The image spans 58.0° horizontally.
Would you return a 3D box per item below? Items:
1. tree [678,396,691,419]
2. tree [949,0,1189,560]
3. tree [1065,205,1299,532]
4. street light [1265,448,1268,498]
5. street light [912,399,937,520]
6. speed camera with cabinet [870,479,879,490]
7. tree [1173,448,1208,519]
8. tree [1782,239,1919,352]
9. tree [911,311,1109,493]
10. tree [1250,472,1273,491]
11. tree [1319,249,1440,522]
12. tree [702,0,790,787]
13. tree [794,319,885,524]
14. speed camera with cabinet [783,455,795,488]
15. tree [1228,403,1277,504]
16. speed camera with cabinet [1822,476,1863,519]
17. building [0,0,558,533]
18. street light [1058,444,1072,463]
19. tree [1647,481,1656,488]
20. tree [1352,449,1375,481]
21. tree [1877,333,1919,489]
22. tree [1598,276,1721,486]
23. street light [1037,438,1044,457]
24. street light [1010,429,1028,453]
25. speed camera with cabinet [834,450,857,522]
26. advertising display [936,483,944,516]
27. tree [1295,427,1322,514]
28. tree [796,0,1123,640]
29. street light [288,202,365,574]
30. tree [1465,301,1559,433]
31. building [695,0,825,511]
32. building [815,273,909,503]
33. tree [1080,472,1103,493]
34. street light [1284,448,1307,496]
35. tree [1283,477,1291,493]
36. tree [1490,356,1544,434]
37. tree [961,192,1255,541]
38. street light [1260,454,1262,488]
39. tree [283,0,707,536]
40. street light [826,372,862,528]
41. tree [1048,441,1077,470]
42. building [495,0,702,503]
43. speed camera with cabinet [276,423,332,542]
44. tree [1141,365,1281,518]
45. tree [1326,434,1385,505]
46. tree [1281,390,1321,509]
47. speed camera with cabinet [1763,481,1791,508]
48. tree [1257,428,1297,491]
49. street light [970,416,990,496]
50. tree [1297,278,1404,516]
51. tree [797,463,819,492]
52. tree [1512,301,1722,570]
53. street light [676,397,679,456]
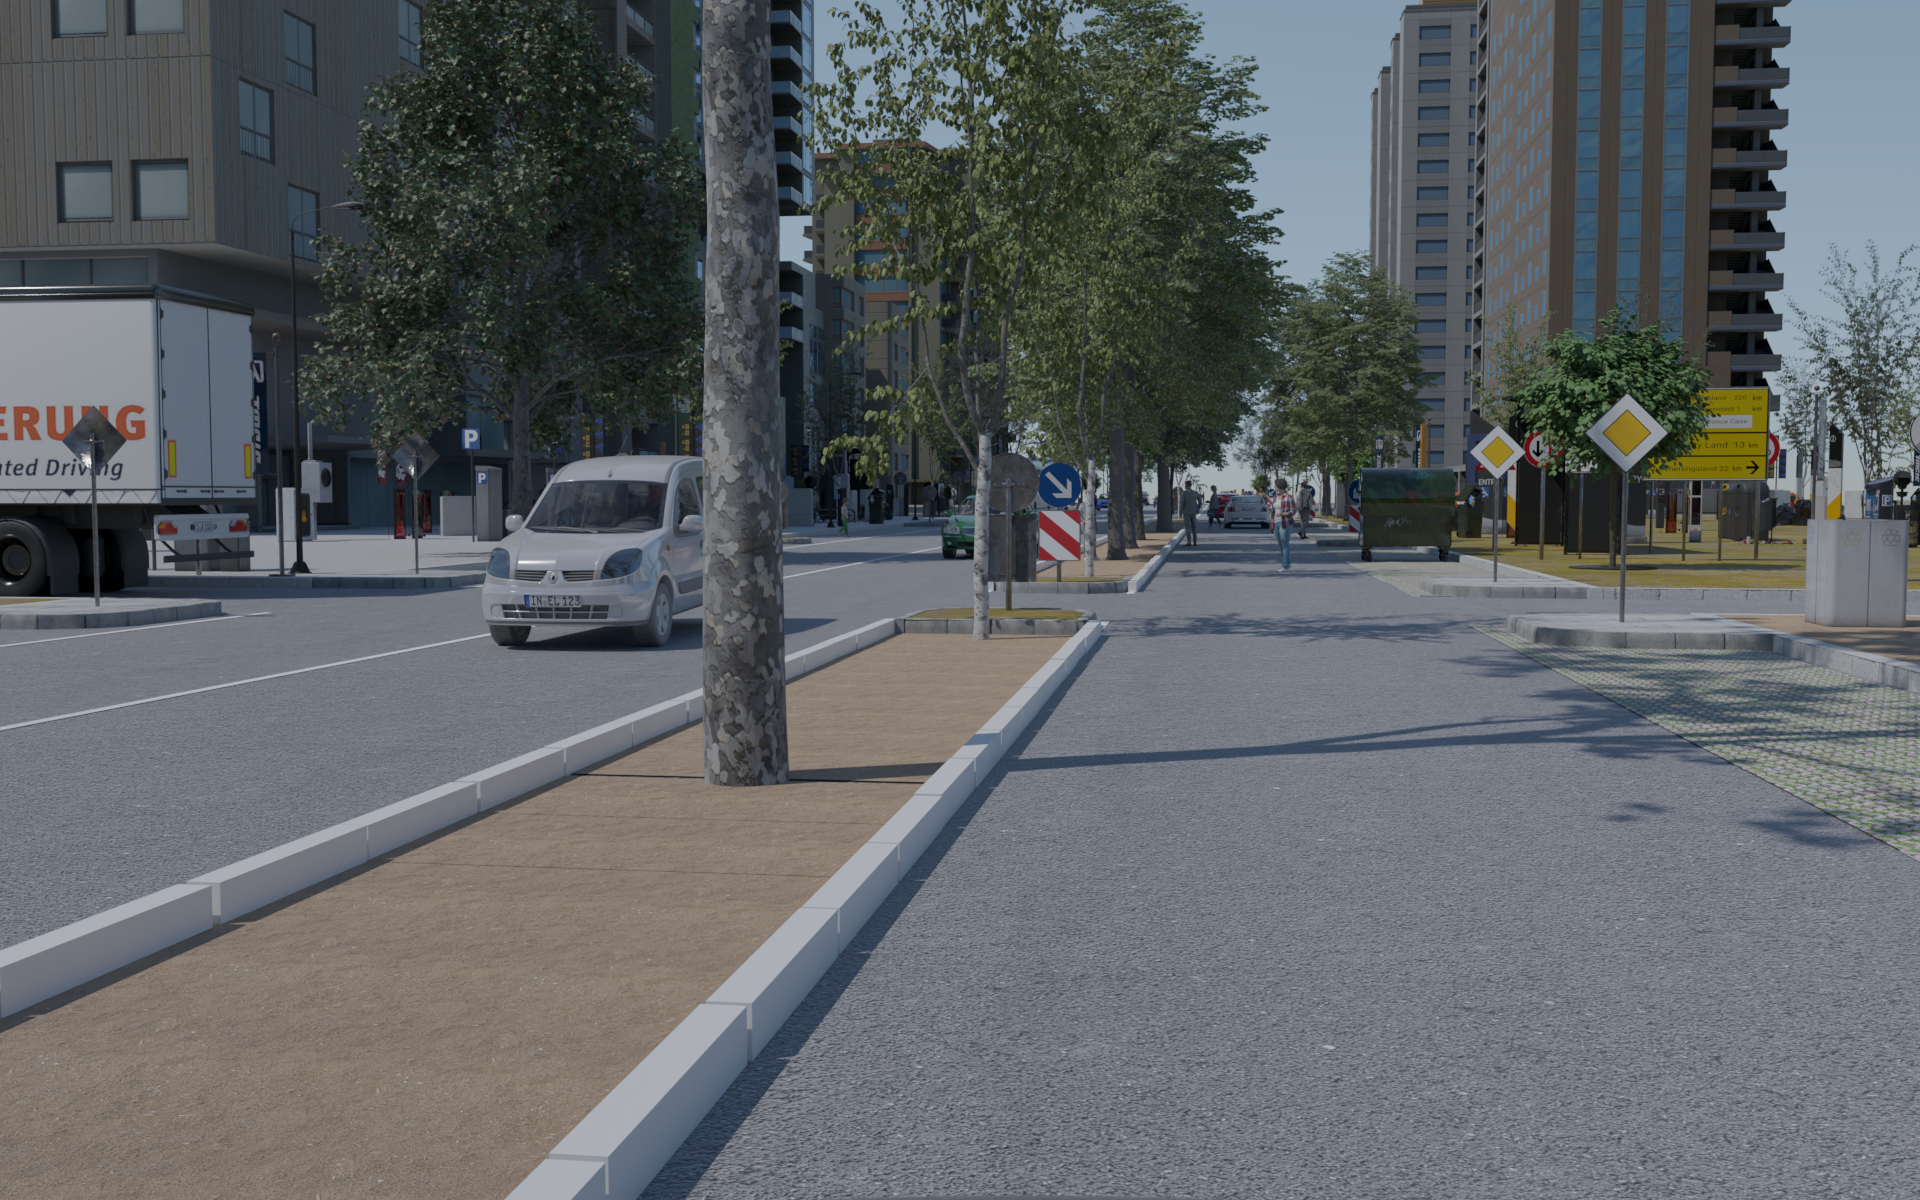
[{"bbox_3d":[-7.381,-6.472,56.186,4.737,8.622,4.395,0,3,0],"label":"tree"},{"bbox_3d":[3.439,-7.111,36.857,7.486,12.596,7.792,0,3,0],"label":"tree"},{"bbox_3d":[7.675,-9.499,64.428,9.857,13.997,8.962,0,3,0],"label":"tree"},{"bbox_3d":[31.533,-12.381,174.967,1.470,5.913,1.316,1,4,8],"label":"street light"},{"bbox_3d":[-1.664,-6.869,84.845,1.470,5.913,1.316,1,4,8],"label":"street light"},{"bbox_3d":[-5.753,-6.617,102.528,2.038,3.252,0.660,2,4,35],"label":"speed camera with cabinet"},{"bbox_3d":[12.542,-8.926,98.760,4.360,8.622,3.978,0,3,0],"label":"tree"},{"bbox_3d":[25.739,-6.057,49.400,4.360,8.622,3.978,0,3,0],"label":"tree"},{"bbox_3d":[1.570,-12.455,114.004,12.009,13.543,11.850,0,3,0],"label":"tree"},{"bbox_3d":[42.879,-16.031,245.816,4.285,4.588,4.351,0,3,0],"label":"tree"},{"bbox_3d":[18.565,-9.945,80.728,7.486,12.596,7.792,0,3,0],"label":"tree"},{"bbox_3d":[0.011,-9.092,6.993,12.611,20.169,13.585,0,3,0],"label":"tree"},{"bbox_3d":[-5.168,-7.522,73.341,4.360,8.622,3.978,0,3,0],"label":"tree"},{"bbox_3d":[-8.554,-5.647,86.658,0.660,3.252,2.038,-1,4,-8],"label":"speed camera with cabinet"},{"bbox_3d":[39.684,-19.203,224.335,12.009,13.543,11.850,0,3,0],"label":"tree"},{"bbox_3d":[45.991,-5.851,90.003,2.038,3.252,0.660,3,4,37],"label":"speed camera with cabinet"},{"bbox_3d":[-33.228,-29.072,64.560,28.713,52.752,27.495,1,4,8],"label":"building"},{"bbox_3d":[9.711,-11.541,161.232,1.470,5.913,1.316,1,4,8],"label":"street light"},{"bbox_3d":[31.753,-8.041,81.828,4.737,8.622,4.395,0,3,0],"label":"tree"},{"bbox_3d":[17.091,-4.822,73.435,1.663,3.219,1.824,0,3,0],"label":"tree"},{"bbox_3d":[42.290,-7.670,75.762,4.737,8.622,4.395,0,3,0],"label":"tree"},{"bbox_3d":[23.618,-6.673,59.463,4.360,8.622,3.978,0,3,0],"label":"tree"},{"bbox_3d":[6.867,-10.348,141.733,1.470,5.913,1.316,1,4,8],"label":"street light"},{"bbox_3d":[4.092,-9.198,122.923,1.470,5.913,1.316,1,4,8],"label":"street light"},{"bbox_3d":[-5.229,-5.187,79.147,0.660,3.252,2.038,1,4,12],"label":"speed camera with cabinet"},{"bbox_3d":[-1.106,-5.670,97.911,0.123,1.923,0.974,1,4,20],"label":"advertising display"},{"bbox_3d":[23.248,-9.869,111.717,4.737,8.622,4.395,0,3,0],"label":"tree"},{"bbox_3d":[0.205,-3.922,16.948,4.737,8.622,4.395,0,3,0],"label":"tree"},{"bbox_3d":[-10.143,-3.377,27.757,1.470,5.913,1.316,1,4,8],"label":"street light"},{"bbox_3d":[21.216,-7.029,65.292,4.737,8.622,4.395,0,3,0],"label":"tree"},{"bbox_3d":[-21.963,-49.378,120.001,22.319,86.520,31.000,1,4,8],"label":"building"},{"bbox_3d":[-20.667,-18.795,152.330,27.650,21.520,28.899,1,4,8],"label":"building"},{"bbox_3d":[16.151,-14.228,216.343,4.285,4.588,4.351,0,3,0],"label":"tree"},{"bbox_3d":[23.143,-8.920,118.388,1.470,5.913,1.316,1,4,8],"label":"street light"},{"bbox_3d":[35.711,-11.998,190.773,1.663,3.219,1.824,0,3,0],"label":"tree"},{"bbox_3d":[29.891,-8.616,91.240,4.360,8.622,3.978,0,3,0],"label":"tree"},{"bbox_3d":[5.434,-7.640,53.130,9.928,11.665,9.643,0,3,0],"label":"tree"},{"bbox_3d":[35.173,-13.877,199.421,1.470,5.913,1.316,1,4,8],"label":"street light"},{"bbox_3d":[-9.249,-7.317,36.643,9.611,12.733,9.660,0,3,0],"label":"tree"},{"bbox_3d":[-4.409,-5.718,66.031,1.470,5.913,1.316,1,4,8],"label":"street light"},{"bbox_3d":[10.558,-13.918,177.914,4.360,8.622,3.978,0,3,0],"label":"tree"},{"bbox_3d":[-22.693,-25.004,92.403,14.154,41.232,14.086,1,4,8],"label":"building"},{"bbox_3d":[-17.923,-3.242,47.348,0.660,3.252,2.038,0,4,8],"label":"speed camera with cabinet"},{"bbox_3d":[8.853,-8.342,73.265,8.767,10.594,7.601,1,4,8],"label":"tree"},{"bbox_3d":[20.133,-6.360,87.707,4.285,4.588,4.351,0,3,0],"label":"tree"},{"bbox_3d":[28.407,-12.857,144.627,7.601,10.594,8.767,1,4,19],"label":"tree"},{"bbox_3d":[35.363,-4.980,75.761,2.038,3.252,0.660,-1,4,-22],"label":"speed camera with cabinet"},{"bbox_3d":[31.382,-13.450,170.266,4.360,8.622,3.978,0,3,0],"label":"tree"},{"bbox_3d":[1.183,-8.016,103.603,1.470,5.913,1.316,1,4,8],"label":"street light"},{"bbox_3d":[21.609,-11.923,101.595,9.857,13.997,8.962,0,3,0],"label":"tree"},{"bbox_3d":[-8.288,-6.031,93.203,1.663,3.219,1.824,0,3,0],"label":"tree"},{"bbox_3d":[11.252,-2.818,29.786,4.285,4.588,4.351,0,3,0],"label":"tree"},{"bbox_3d":[-7.190,-4.568,47.222,1.470,5.913,1.316,1,4,8],"label":"street light"}]
